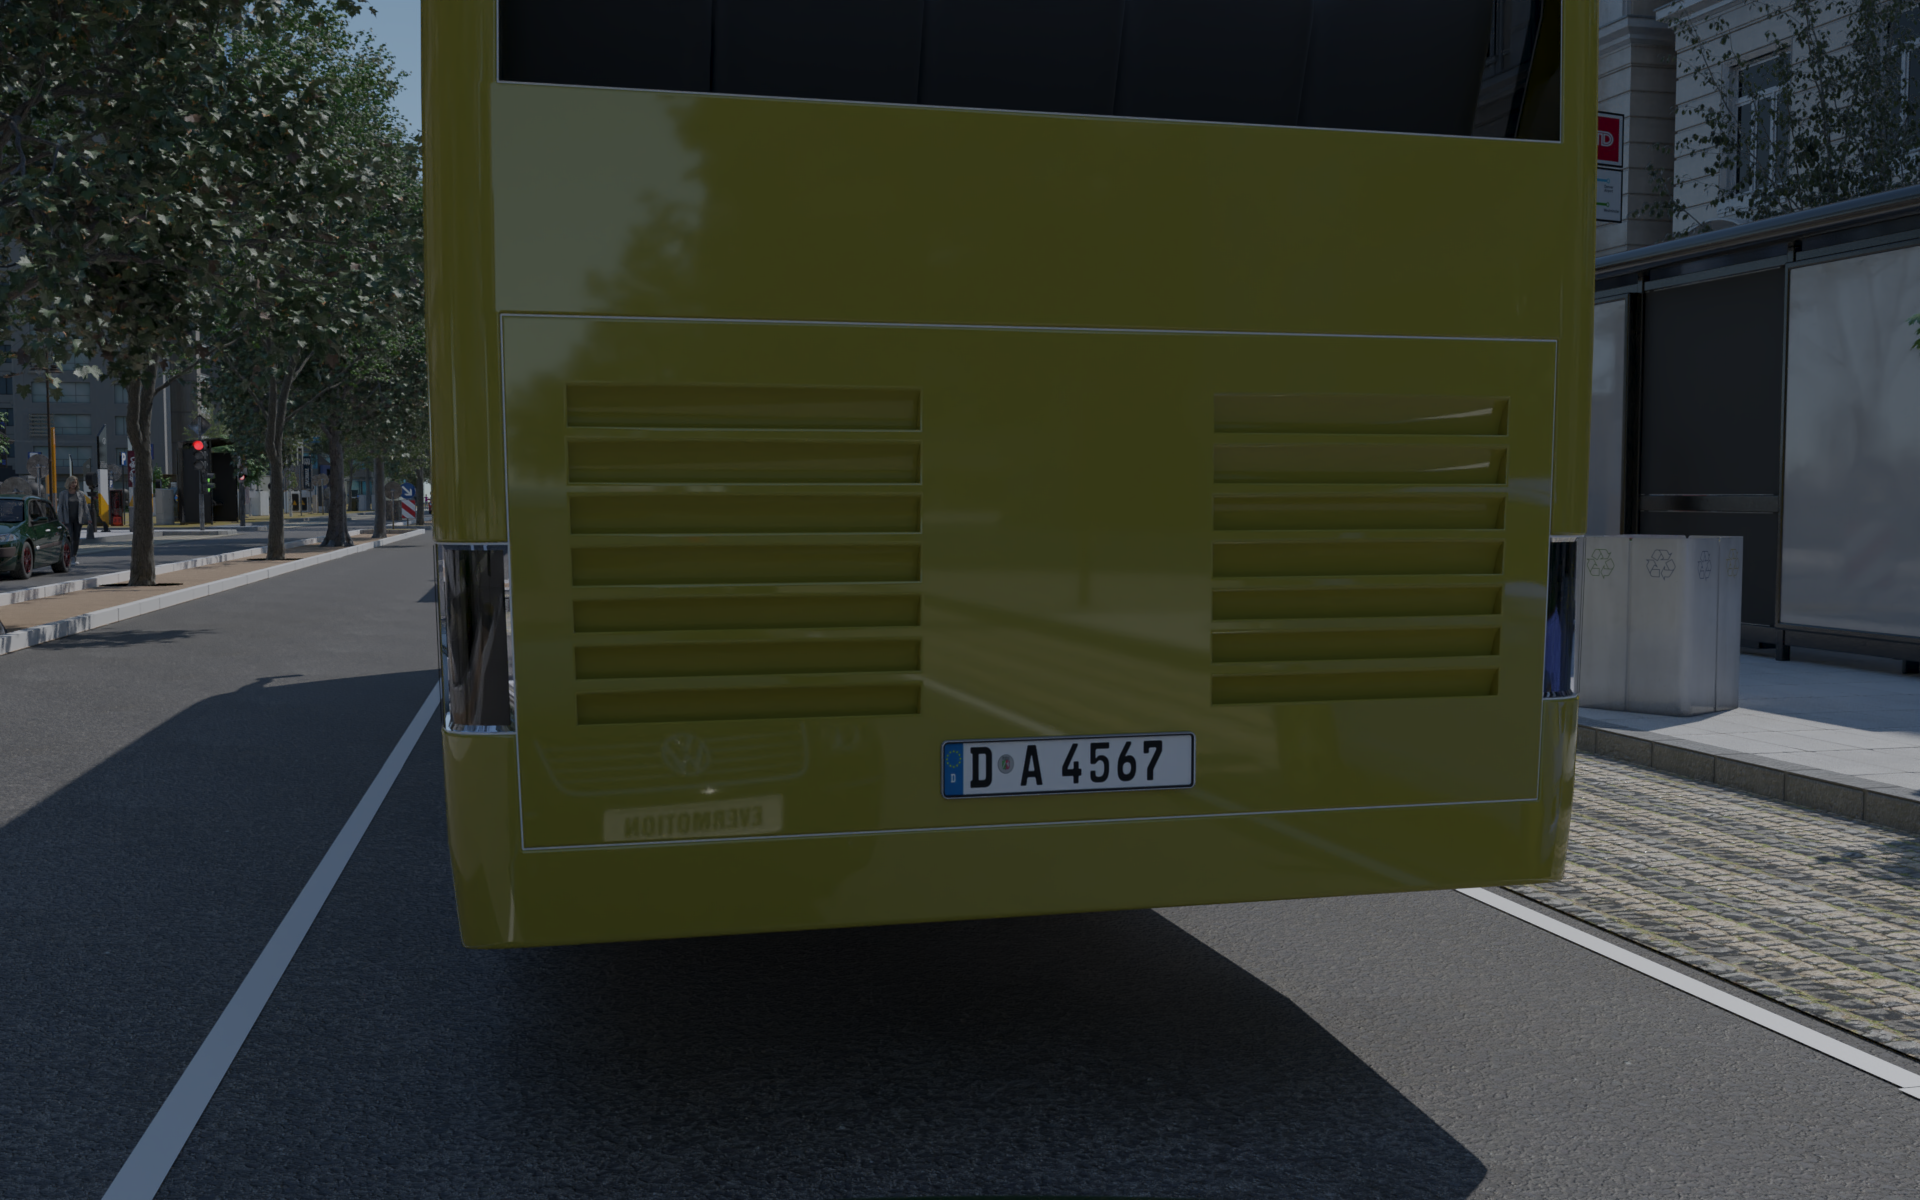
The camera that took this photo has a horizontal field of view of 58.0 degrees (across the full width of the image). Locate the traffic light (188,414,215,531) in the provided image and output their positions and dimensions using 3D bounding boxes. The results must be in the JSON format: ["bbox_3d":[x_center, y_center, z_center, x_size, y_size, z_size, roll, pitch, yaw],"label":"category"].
[{"bbox_3d":[-26.638,-4.397,60.819,0.839,4.253,0.868,-1,4,-13],"label":"traffic light"}]

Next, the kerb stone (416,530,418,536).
[{"bbox_3d":[-18.628,-2.242,58.915,0.120,0.150,1.000,-1,4,-13],"label":"kerb stone"}]

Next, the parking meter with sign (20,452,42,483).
[{"bbox_3d":[-38.297,-4.572,71.005,0.543,3.016,1.738,0,4,-2],"label":"parking meter with sign"}]

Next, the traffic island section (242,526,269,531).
[{"bbox_3d":[-28.476,-2.841,68.725,2.009,0.180,2.903,-1,4,-13],"label":"traffic island section"}]

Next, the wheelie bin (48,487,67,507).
[{"bbox_3d":[-42.965,-4.571,82.647,0.980,1.594,0.693,-1,4,-23],"label":"wheelie bin"}]

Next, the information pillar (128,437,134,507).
[{"bbox_3d":[-33.820,-4.855,70.729,0.183,3.616,0.504,-3,5,-44],"label":"information pillar"}]

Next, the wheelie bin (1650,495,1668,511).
[{"bbox_3d":[12.645,-1.473,31.989,0.693,1.594,0.980,-2,4,-24],"label":"wheelie bin"}]

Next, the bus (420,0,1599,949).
[{"bbox_3d":[-1.294,-1.093,9.423,2.896,3.916,12.252,-1,4,-14],"label":"bus"}]

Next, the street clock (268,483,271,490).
[{"bbox_3d":[-42.988,-6.343,108.284,0.358,2.002,0.471,3,5,42],"label":"street clock"}]

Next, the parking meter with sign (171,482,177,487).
[{"bbox_3d":[-50.623,-7.078,111.978,1.738,3.016,0.543,3,5,39],"label":"parking meter with sign"}]

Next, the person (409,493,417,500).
[{"bbox_3d":[-40.628,-7.330,128.524,0.592,1.802,0.473,3,4,36],"label":"person"}]

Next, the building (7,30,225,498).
[{"bbox_3d":[-69.148,-28.114,143.262,14.154,41.232,14.086,-1,4,-13],"label":"building"}]

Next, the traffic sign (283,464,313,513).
[{"bbox_3d":[-44.636,-7.487,116.284,2.265,3.308,0.079,0,4,-8],"label":"traffic sign"}]

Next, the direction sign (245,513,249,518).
[{"bbox_3d":[-38.286,-6.155,92.624,0.379,3.537,0.876,1,4,20],"label":"direction sign"}]

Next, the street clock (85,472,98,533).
[{"bbox_3d":[-28.834,-3.240,57.552,0.358,2.002,0.471,0,4,-5],"label":"street clock"}]

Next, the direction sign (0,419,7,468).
[{"bbox_3d":[-28.772,-3.652,51.712,0.876,3.537,0.379,1,4,21],"label":"direction sign"}]

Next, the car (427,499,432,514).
[{"bbox_3d":[-37.775,-7.182,126.468,2.155,1.783,4.494,-1,4,-13],"label":"car"}]

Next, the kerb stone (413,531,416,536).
[{"bbox_3d":[-18.393,-2.185,57.920,0.120,0.150,1.000,-1,4,-13],"label":"kerb stone"}]

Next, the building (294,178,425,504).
[{"bbox_3d":[-90.241,-38.122,242.902,30.456,49.044,23.786,-1,4,-13],"label":"building"}]

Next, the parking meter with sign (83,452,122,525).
[{"bbox_3d":[-35.590,-4.626,71.904,1.738,3.016,0.543,0,4,-6],"label":"parking meter with sign"}]

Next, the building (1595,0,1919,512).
[{"bbox_3d":[17.530,-15.901,45.892,13.634,28.700,20.117,-1,4,-13],"label":"building"}]

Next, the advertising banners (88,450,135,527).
[{"bbox_3d":[-33.557,-4.440,68.783,0.090,3.025,2.074,3,5,40],"label":"advertising banners"}]

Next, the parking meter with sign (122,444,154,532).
[{"bbox_3d":[-27.971,-3.844,59.117,0.543,3.016,1.738,-1,4,-13],"label":"parking meter with sign"}]

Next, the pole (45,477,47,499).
[{"bbox_3d":[-60.990,-7.457,115.767,0.158,3.312,0.155,0,3,0],"label":"pole"}]

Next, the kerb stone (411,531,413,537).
[{"bbox_3d":[-18.164,-2.124,56.923,0.120,0.150,1.000,-1,4,-13],"label":"kerb stone"}]

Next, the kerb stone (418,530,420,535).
[{"bbox_3d":[-18.859,-2.305,59.912,0.120,0.150,1.000,-1,4,-13],"label":"kerb stone"}]

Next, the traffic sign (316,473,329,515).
[{"bbox_3d":[-39.426,-6.546,107.134,0.768,2.556,0.104,0,4,-8],"label":"traffic sign"}]

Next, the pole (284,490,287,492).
[{"bbox_3d":[-53.464,-8.771,137.244,0.158,3.312,0.155,0,3,0],"label":"pole"}]

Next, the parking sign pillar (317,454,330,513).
[{"bbox_3d":[-42.373,-7.805,116.086,1.447,3.967,1.447,2,4,30],"label":"parking sign pillar"}]

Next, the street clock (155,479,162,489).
[{"bbox_3d":[-39.295,-4.918,84.987,0.358,2.002,0.471,-1,4,-15],"label":"street clock"}]

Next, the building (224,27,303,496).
[{"bbox_3d":[-88.097,-53.200,182.485,31.000,86.520,22.319,-1,4,-13],"label":"building"}]

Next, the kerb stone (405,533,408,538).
[{"bbox_3d":[-17.703,-2.002,54.931,0.120,0.150,1.000,-1,4,-13],"label":"kerb stone"}]

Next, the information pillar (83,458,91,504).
[{"bbox_3d":[-56.145,-7.348,111.491,0.504,3.616,0.183,0,4,0],"label":"information pillar"}]

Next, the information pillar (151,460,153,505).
[{"bbox_3d":[-32.408,-4.756,69.121,0.183,3.616,0.504,0,4,6],"label":"information pillar"}]

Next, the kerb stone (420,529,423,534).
[{"bbox_3d":[-19.090,-2.368,60.913,0.120,0.150,1.000,-1,4,-13],"label":"kerb stone"}]

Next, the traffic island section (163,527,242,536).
[{"bbox_3d":[-26.680,-2.365,60.944,2.009,0.180,2.903,-1,4,-13],"label":"traffic island section"}]

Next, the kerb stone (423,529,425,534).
[{"bbox_3d":[-19.318,-2.427,61.910,0.120,0.150,1.000,-1,4,-13],"label":"kerb stone"}]

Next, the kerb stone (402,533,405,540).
[{"bbox_3d":[-17.477,-1.936,53.932,0.120,0.150,1.000,-1,4,-13],"label":"kerb stone"}]

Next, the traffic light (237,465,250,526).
[{"bbox_3d":[-26.416,-5.776,69.101,4.771,5.953,1.251,-1,4,-13],"label":"traffic light"}]

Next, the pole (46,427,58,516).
[{"bbox_3d":[-27.779,-3.620,53.037,0.158,3.312,0.155,0,3,0],"label":"pole"}]

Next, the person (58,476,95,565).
[{"bbox_3d":[-17.886,-1.614,35.077,0.709,1.800,0.728,-3,4,-37],"label":"person"}]

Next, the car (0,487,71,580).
[{"bbox_3d":[-16.738,-1.235,29.979,2.009,1.686,4.222,-1,4,-14],"label":"car"}]

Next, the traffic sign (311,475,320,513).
[{"bbox_3d":[-42.509,-7.002,114.589,0.768,2.556,0.104,0,4,-3],"label":"traffic sign"}]

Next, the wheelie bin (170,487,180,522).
[{"bbox_3d":[-36.139,-4.393,79.736,0.980,1.594,0.693,2,4,33],"label":"wheelie bin"}]

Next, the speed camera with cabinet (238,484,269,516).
[{"bbox_3d":[-41.073,-6.514,100.845,0.660,3.252,2.038,1,4,9],"label":"speed camera with cabinet"}]

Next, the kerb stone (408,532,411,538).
[{"bbox_3d":[-17.931,-2.061,55.927,0.120,0.150,1.000,-1,4,-13],"label":"kerb stone"}]

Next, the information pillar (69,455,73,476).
[{"bbox_3d":[-53.062,-6.857,103.469,0.183,3.616,0.504,-3,4,-37],"label":"information pillar"}]

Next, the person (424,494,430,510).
[{"bbox_3d":[-49.038,-9.018,159.165,0.991,1.433,0.599,-1,4,-10],"label":"person"}]

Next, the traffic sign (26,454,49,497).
[{"bbox_3d":[-29.238,-3.358,55.002,0.768,2.556,0.104,0,4,-6],"label":"traffic sign"}]

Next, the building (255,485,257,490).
[{"bbox_3d":[-77.124,-44.092,159.159,20.563,71.187,20.611,-1,4,-13],"label":"building"}]

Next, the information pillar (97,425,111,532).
[{"bbox_3d":[-28.782,-4.086,58.164,0.183,3.616,0.504,0,4,2],"label":"information pillar"}]

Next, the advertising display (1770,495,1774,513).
[{"bbox_3d":[8.283,-0.720,16.994,0.974,1.923,0.123,-2,4,-32],"label":"advertising display"}]

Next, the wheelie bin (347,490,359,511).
[{"bbox_3d":[-45.385,-7.443,129.597,0.980,1.594,0.693,0,4,-3],"label":"wheelie bin"}]

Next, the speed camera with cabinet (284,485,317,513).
[{"bbox_3d":[-45.417,-7.628,119.056,0.660,3.252,2.038,3,4,36],"label":"speed camera with cabinet"}]

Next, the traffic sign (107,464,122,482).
[{"bbox_3d":[-35.535,-4.433,72.593,0.768,2.556,0.104,-1,4,-11],"label":"traffic sign"}]
